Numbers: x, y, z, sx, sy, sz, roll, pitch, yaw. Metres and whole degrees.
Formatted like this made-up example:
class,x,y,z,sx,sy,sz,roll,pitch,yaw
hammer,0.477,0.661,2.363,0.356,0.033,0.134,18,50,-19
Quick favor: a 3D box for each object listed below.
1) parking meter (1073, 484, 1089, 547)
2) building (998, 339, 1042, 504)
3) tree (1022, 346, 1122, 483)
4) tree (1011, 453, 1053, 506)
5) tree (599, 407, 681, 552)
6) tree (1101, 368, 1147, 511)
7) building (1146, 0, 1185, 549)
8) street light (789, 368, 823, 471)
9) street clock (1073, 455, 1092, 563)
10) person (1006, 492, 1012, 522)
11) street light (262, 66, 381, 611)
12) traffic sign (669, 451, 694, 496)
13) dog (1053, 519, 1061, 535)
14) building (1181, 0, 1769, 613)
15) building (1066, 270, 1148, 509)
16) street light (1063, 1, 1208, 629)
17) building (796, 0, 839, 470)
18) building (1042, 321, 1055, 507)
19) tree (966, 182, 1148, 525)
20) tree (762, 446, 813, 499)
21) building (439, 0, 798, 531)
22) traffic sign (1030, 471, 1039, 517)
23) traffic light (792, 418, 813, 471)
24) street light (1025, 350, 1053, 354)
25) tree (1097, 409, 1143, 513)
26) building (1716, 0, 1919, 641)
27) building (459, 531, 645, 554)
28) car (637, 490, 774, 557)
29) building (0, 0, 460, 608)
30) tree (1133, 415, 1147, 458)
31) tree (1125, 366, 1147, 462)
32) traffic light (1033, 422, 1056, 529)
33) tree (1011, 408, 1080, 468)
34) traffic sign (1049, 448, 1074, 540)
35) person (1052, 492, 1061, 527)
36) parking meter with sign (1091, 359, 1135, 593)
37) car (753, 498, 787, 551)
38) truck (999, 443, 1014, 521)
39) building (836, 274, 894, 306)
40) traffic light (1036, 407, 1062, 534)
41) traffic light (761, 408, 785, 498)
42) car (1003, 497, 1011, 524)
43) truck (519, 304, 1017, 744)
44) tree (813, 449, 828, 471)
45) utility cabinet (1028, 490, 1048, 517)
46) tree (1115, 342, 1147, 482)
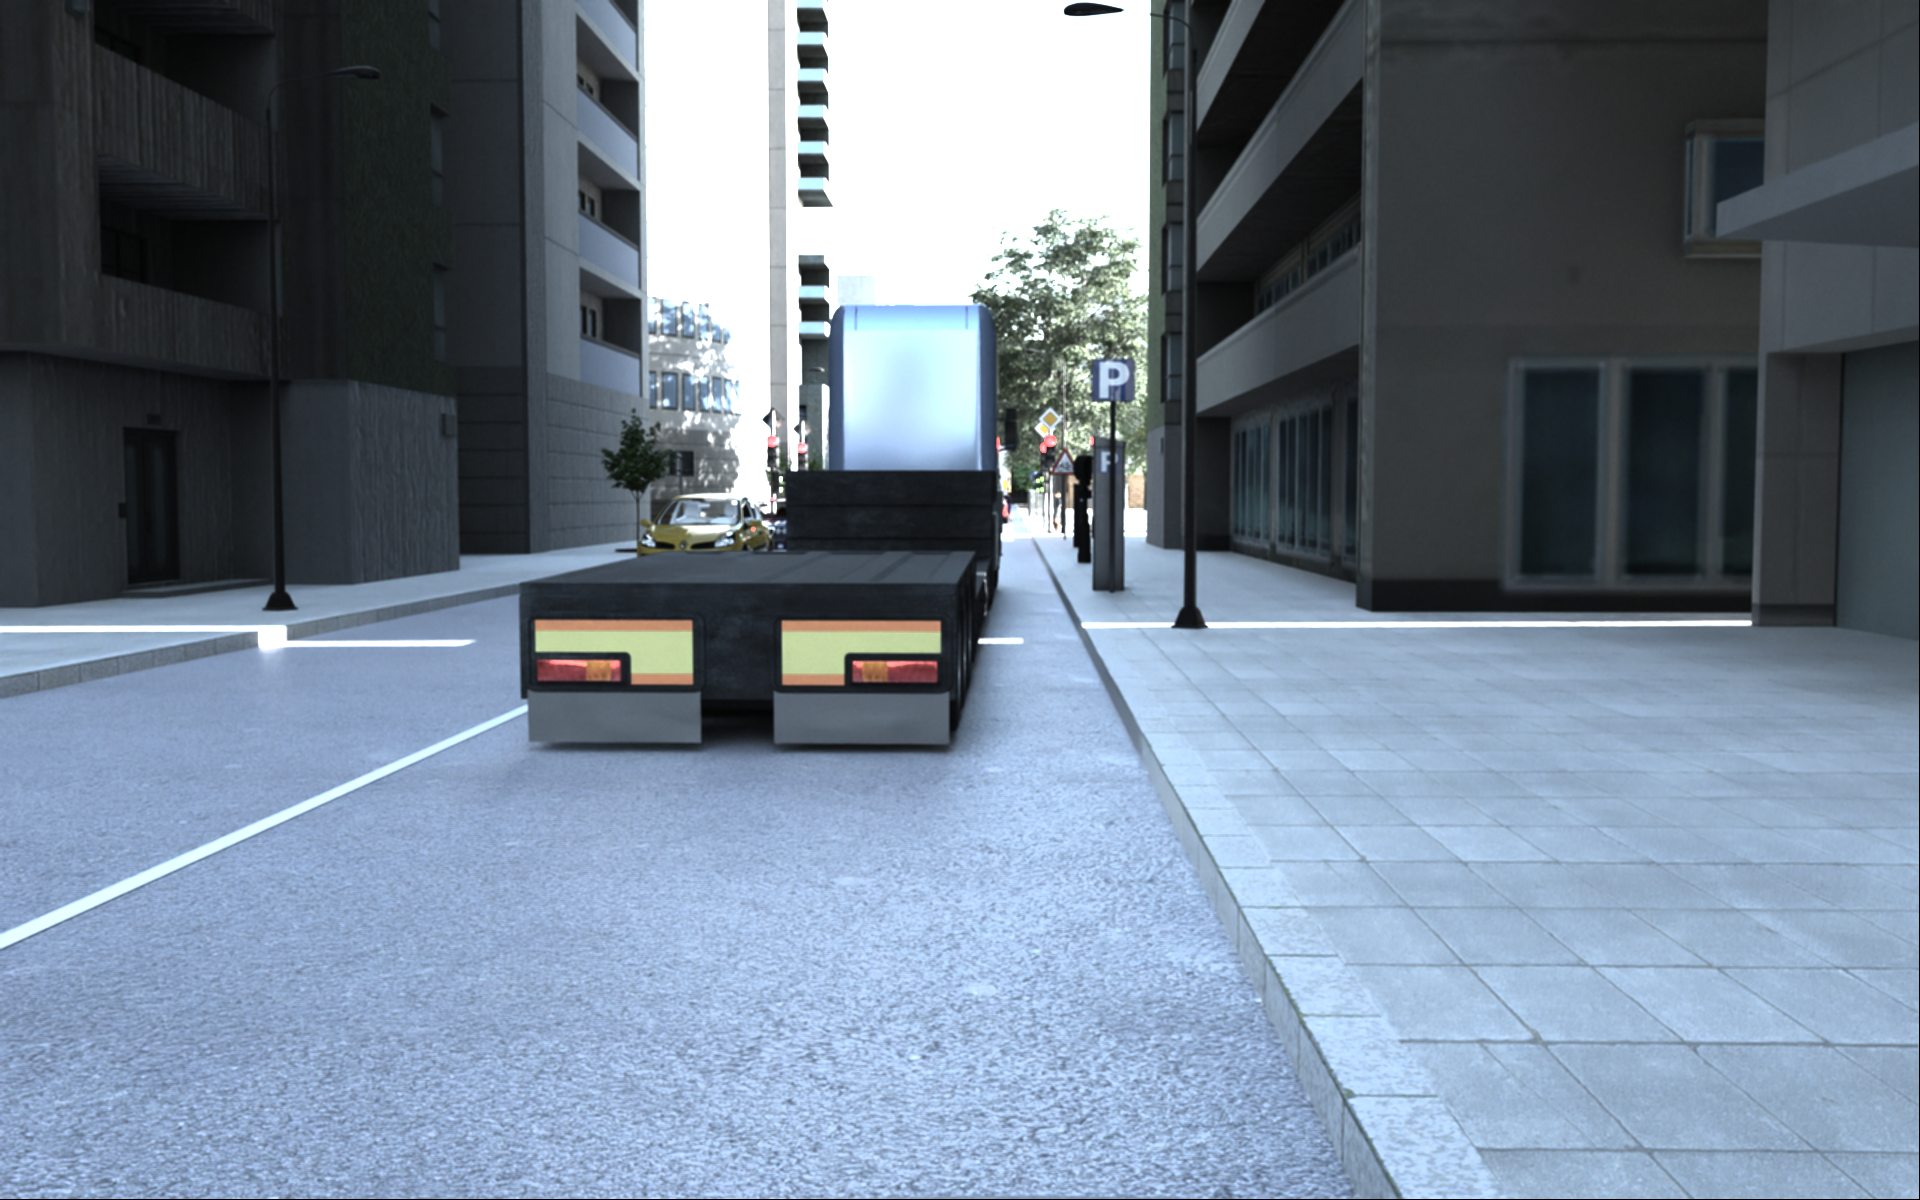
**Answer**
class,x,y,z,sx,sy,sz,roll,pitch,yaw
parking meter,2.923,-2.041,41.785,0.372,1.533,0.369,0,3,0
building,14.355,-24.171,239.171,32.646,21.610,27.936,0,4,2
tree,4.745,-7.943,80.234,4.737,8.622,4.395,0,3,0
tree,5.443,-8.904,129.291,4.285,4.588,4.351,0,3,0
tree,-7.311,-2.693,38.629,1.663,3.219,1.824,0,3,0
tree,14.132,-12.659,132.734,9.928,11.665,9.643,0,3,0
building,11.949,-22.147,45.693,14.154,41.232,14.086,0,4,2
street light,-5.728,-5.592,63.974,1.470,5.913,1.316,0,4,2
street clock,2.327,-1.697,32.318,0.358,2.002,0.471,2,4,35
person,2.379,-4.720,88.044,0.546,1.535,0.453,-1,4,-15
street light,-6.993,-2.841,18.993,1.470,5.913,1.316,0,4,2
traffic sign,-6.578,-2.374,40.939,0.606,2.300,0.079,1,4,8
dog,3.034,-2.296,54.365,0.406,0.507,0.540,-3,5,-44
building,15.424,-24.700,27.543,21.300,48.544,21.600,0,4,2
building,16.779,-18.078,151.992,16.016,20.091,11.380,0,4,2
street light,1.671,-2.689,16.503,1.470,5.913,1.316,0,4,2
building,-18.753,-49.086,115.233,22.319,86.520,31.000,0,4,2
building,17.400,-19.522,185.640,16.747,18.905,31.486,0,4,2
tree,4.139,-10.134,72.349,9.857,13.997,8.962,0,3,0
tree,-7.247,-4.596,69.750,1.663,3.219,1.824,0,3,0
building,-19.642,-32.817,78.562,21.231,58.520,28.212,0,4,2
traffic sign,4.228,-5.842,95.618,0.768,2.556,0.104,0,4,5
traffic light,-5.806,-4.595,64.045,0.839,4.253,0.868,0,4,2
street light,2.791,-5.093,55.816,1.470,5.913,1.316,0,4,2
tree,10.859,-10.104,115.558,4.360,8.622,3.978,0,3,0
building,18.461,-25.294,2.802,28.713,52.752,27.495,0,4,2
building,-23.055,-30.716,44.200,28.212,58.520,21.231,0,4,2
car,-4.249,-1.159,29.176,2.015,1.641,3.980,0,4,3
building,-15.661,-15.289,21.671,14.160,30.474,14.107,0,4,2
tree,15.020,-11.038,97.484,9.611,12.733,9.660,0,3,0
tree,9.949,-8.207,84.543,4.737,8.622,4.395,0,3,0
traffic light,3.112,-4.580,63.808,0.839,4.253,0.868,0,4,2
tree,6.776,-12.675,141.650,7.601,10.594,8.767,0,4,-1
traffic sign,2.948,-2.972,48.600,0.884,2.594,0.081,0,4,6
person,3.762,-3.514,67.404,0.340,1.345,0.435,0,4,2
parking meter with sign,2.011,-1.651,23.250,0.543,3.016,1.738,0,4,2
car,-4.408,-1.634,39.299,1.945,1.354,3.894,0,3,0
truck,1.612,-6.613,97.041,2.839,4.237,11.283,0,4,2
building,-14.630,-17.676,155.455,16.747,18.905,31.486,0,4,2
traffic light,2.885,-4.092,55.826,0.839,4.253,0.868,0,4,2
traffic light,-6.033,-4.107,56.063,0.839,4.253,0.868,0,4,2
car,1.456,-4.649,85.059,2.155,1.783,4.494,0,4,1
truck,-0.892,-1.775,18.788,2.967,4.110,18.799,0,4,2
tree,-6.225,-4.792,72.952,1.663,3.219,1.824,0,3,0
utility cabinet,4.379,-5.422,97.336,1.173,1.500,0.318,-2,4,-29
tree,13.476,-11.653,108.659,7.486,12.596,7.792,0,3,0
